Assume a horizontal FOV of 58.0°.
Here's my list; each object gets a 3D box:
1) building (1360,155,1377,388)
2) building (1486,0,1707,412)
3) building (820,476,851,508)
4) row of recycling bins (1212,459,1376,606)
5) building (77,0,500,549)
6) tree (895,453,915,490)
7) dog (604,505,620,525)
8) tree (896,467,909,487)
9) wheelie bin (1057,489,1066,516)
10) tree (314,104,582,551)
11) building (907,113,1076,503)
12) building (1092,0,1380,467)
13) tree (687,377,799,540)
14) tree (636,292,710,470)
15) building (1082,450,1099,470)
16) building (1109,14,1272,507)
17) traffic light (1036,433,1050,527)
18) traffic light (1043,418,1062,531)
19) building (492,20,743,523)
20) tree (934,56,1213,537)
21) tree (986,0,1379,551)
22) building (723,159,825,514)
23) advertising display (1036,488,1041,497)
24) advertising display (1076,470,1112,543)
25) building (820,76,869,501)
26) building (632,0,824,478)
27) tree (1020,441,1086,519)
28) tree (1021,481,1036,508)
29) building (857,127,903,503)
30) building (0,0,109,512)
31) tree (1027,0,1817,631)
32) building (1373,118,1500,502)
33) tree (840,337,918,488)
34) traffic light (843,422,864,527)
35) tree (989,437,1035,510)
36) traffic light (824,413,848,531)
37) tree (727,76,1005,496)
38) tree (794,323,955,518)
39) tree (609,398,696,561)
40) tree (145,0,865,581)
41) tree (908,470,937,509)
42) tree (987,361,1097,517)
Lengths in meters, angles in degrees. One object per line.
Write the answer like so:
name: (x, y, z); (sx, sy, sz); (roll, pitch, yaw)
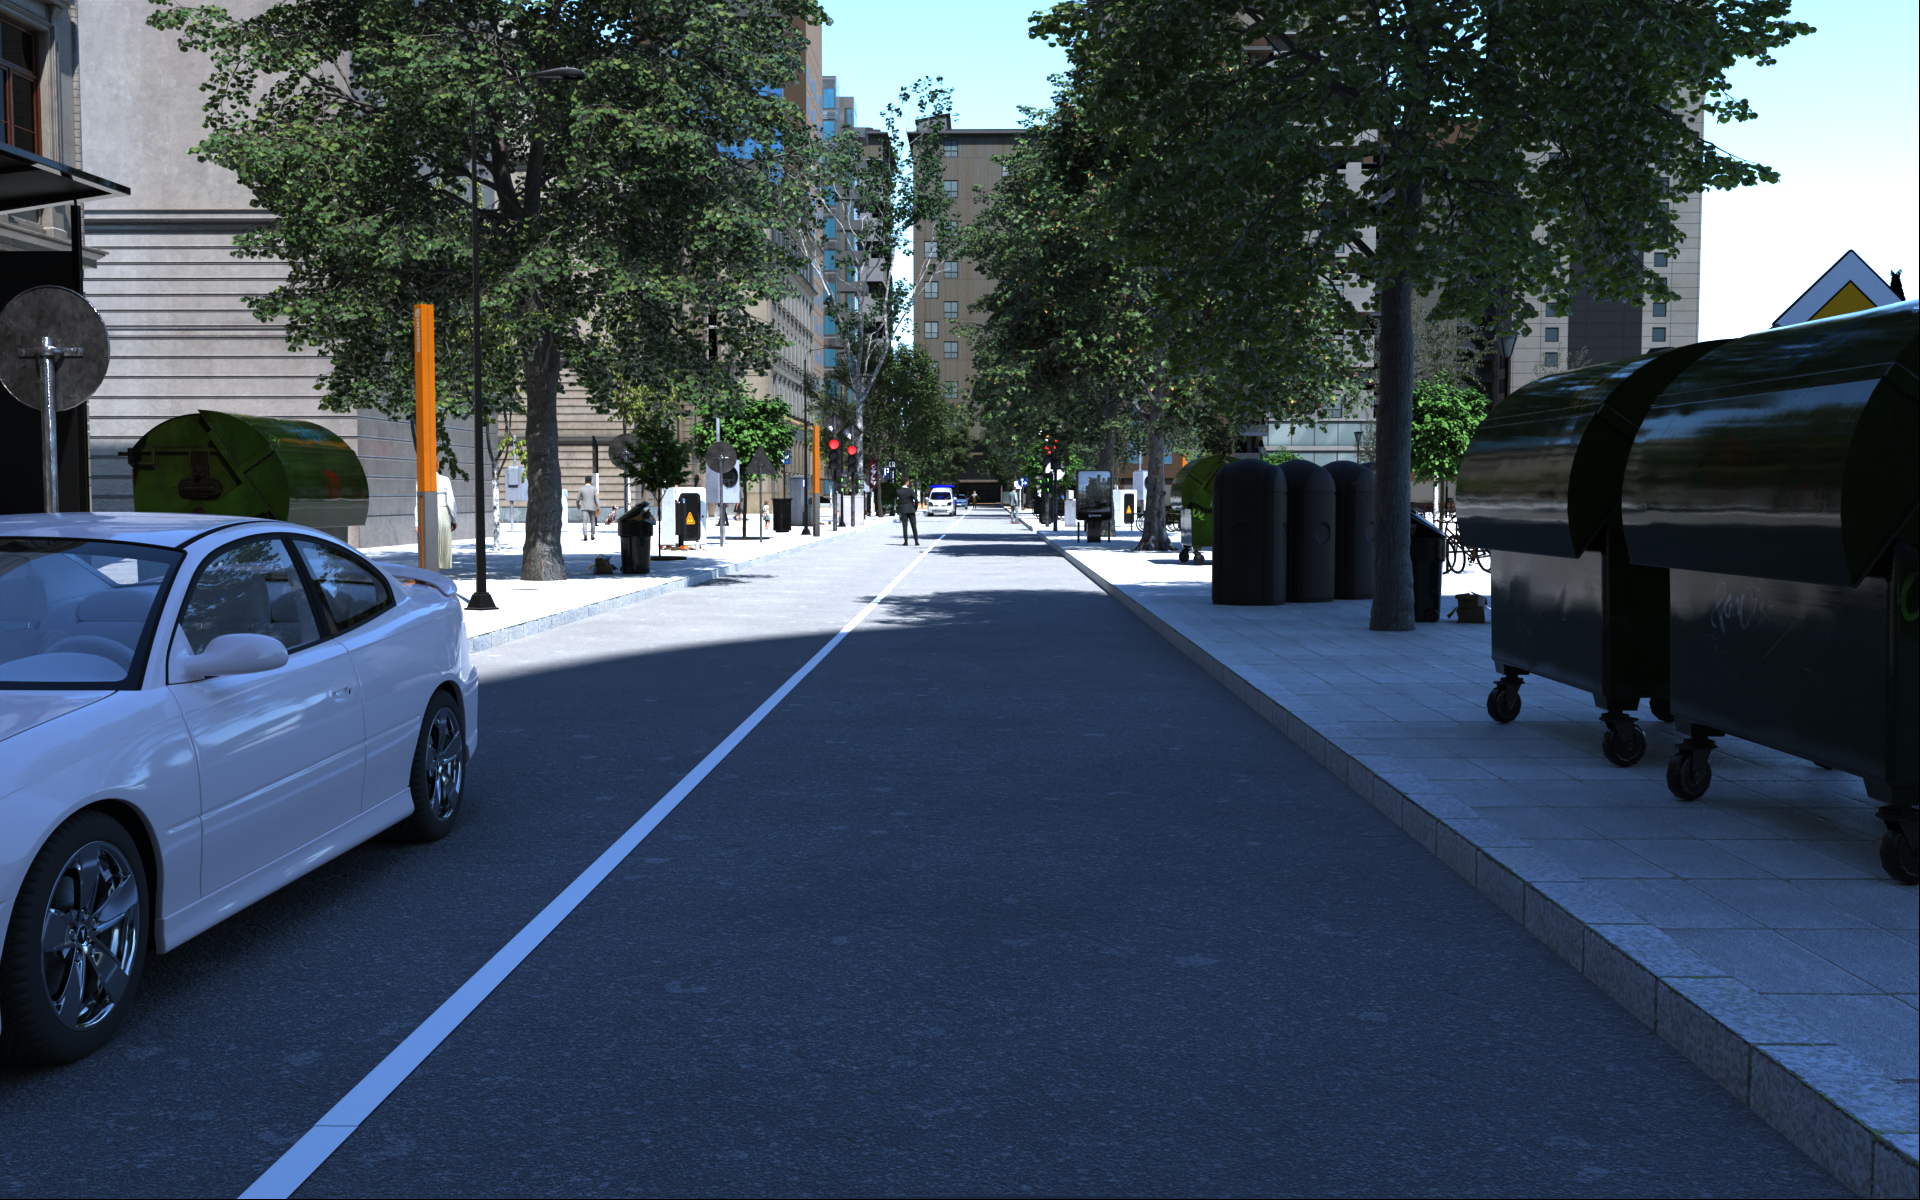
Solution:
building: (39.304, -33.781, 202.429); (14.200, 45.320, 14.600); (0, 4, 1)
building: (70.872, -46.526, 198.946); (20.611, 71.187, 20.563); (0, 4, 1)
building: (-27.060, -29.176, 168.909); (32.217, 40.220, 23.993); (0, 4, 1)
row of recycling bins: (4.372, -0.858, 21.147); (1.069, 1.692, 3.534); (3, 5, 45)
building: (-25.504, -12.484, 45.907); (24.055, 21.916, 13.314); (0, 4, 1)
tree: (-4.802, -11.864, 144.331); (4.737, 8.622, 4.395); (0, 3, 0)
dog: (-14.471, -3.501, 71.628); (0.513, 0.831, 0.800); (-2, 4, -35)
tree: (-4.284, -7.571, 118.388); (1.663, 3.219, 1.824); (0, 3, 0)
wheelie bin: (6.006, -5.808, 102.869); (0.693, 1.594, 0.980); (-2, 4, -29)
tree: (-10.230, -5.085, 33.509); (4.737, 8.622, 4.395); (0, 3, 0)
building: (6.808, -40.287, 247.936); (27.495, 52.752, 28.713); (0, 4, 1)
building: (27.791, -36.231, 181.607); (28.713, 52.752, 27.495); (0, 4, 1)
tree: (-6.149, -3.985, 48.875); (4.285, 4.588, 4.351); (0, 3, 0)
tree: (-10.334, -6.400, 54.997); (4.737, 8.622, 4.395); (0, 3, 0)
building: (21.344, -31.762, 202.898); (14.154, 41.232, 14.086); (0, 4, 1)
building: (20.437, -31.203, 160.277); (14.600, 45.320, 14.200); (0, 4, 1)
traffic light: (3.390, -4.809, 67.546); (0.839, 4.253, 0.868); (0, 4, 1)
traffic light: (3.268, -4.321, 59.562); (0.839, 4.253, 0.868); (0, 4, 1)
building: (-19.165, -16.730, 92.627); (14.460, 24.649, 34.723); (0, 4, 1)
tree: (4.474, -8.875, 51.769); (9.857, 13.997, 8.962); (0, 3, 0)
tree: (4.560, -7.467, 39.098); (9.611, 12.733, 9.660); (0, 3, 0)
building: (-19.235, -17.894, 125.852); (16.112, 22.955, 30.059); (0, 4, 1)
advertising display: (5.843, -7.359, 125.526); (0.123, 1.923, 0.974); (3, 5, 39)
advertising display: (3.543, -2.485, 45.836); (0.974, 1.923, 0.123); (-1, 4, -13)
building: (-26.011, -35.415, 198.649); (30.456, 49.044, 23.786); (0, 4, 1)
building: (-19.379, -30.548, 149.574); (14.600, 45.320, 14.200); (0, 4, 1)
tree: (4.770, -6.428, 88.808); (4.285, 4.588, 4.351); (0, 3, 0)
tree: (6.411, -10.669, 169.038); (1.663, 3.219, 1.824); (0, 3, 0)
building: (-21.050, -40.316, 248.411); (27.495, 52.752, 28.713); (0, 4, 1)
building: (-19.733, -11.165, 18.709); (11.583, 22.565, 21.152); (0, 4, 1)
tree: (4.344, -5.965, 15.661); (7.486, 12.596, 7.792); (0, 3, 0)
building: (53.508, -33.790, 202.581); (14.200, 45.320, 14.600); (0, 4, 1)
tree: (-4.031, -12.821, 126.630); (9.611, 12.733, 9.660); (0, 3, 0)
traffic light: (-4.171, -4.815, 67.645); (0.839, 4.253, 0.868); (0, 4, 1)
tree: (4.745, -11.754, 142.540); (4.360, 8.622, 3.978); (0, 3, 0)
traffic light: (-4.292, -4.327, 59.660); (0.839, 4.253, 0.868); (0, 4, 1)
tree: (-3.110, -13.545, 77.353); (12.611, 20.169, 13.585); (0, 3, 0)
tree: (-4.588, -9.787, 94.424); (7.601, 10.594, 8.767); (2, 4, 34)
tree: (-5.982, -2.388, 33.647); (1.663, 3.219, 1.824); (0, 3, 0)
tree: (-6.321, -7.265, 25.431); (9.857, 13.997, 8.962); (0, 3, 0)
tree: (-3.400, -10.429, 154.229); (4.285, 4.588, 4.351); (0, 3, 0)
tree: (5.078, -10.453, 96.656); (9.928, 11.665, 9.643); (0, 3, 0)
